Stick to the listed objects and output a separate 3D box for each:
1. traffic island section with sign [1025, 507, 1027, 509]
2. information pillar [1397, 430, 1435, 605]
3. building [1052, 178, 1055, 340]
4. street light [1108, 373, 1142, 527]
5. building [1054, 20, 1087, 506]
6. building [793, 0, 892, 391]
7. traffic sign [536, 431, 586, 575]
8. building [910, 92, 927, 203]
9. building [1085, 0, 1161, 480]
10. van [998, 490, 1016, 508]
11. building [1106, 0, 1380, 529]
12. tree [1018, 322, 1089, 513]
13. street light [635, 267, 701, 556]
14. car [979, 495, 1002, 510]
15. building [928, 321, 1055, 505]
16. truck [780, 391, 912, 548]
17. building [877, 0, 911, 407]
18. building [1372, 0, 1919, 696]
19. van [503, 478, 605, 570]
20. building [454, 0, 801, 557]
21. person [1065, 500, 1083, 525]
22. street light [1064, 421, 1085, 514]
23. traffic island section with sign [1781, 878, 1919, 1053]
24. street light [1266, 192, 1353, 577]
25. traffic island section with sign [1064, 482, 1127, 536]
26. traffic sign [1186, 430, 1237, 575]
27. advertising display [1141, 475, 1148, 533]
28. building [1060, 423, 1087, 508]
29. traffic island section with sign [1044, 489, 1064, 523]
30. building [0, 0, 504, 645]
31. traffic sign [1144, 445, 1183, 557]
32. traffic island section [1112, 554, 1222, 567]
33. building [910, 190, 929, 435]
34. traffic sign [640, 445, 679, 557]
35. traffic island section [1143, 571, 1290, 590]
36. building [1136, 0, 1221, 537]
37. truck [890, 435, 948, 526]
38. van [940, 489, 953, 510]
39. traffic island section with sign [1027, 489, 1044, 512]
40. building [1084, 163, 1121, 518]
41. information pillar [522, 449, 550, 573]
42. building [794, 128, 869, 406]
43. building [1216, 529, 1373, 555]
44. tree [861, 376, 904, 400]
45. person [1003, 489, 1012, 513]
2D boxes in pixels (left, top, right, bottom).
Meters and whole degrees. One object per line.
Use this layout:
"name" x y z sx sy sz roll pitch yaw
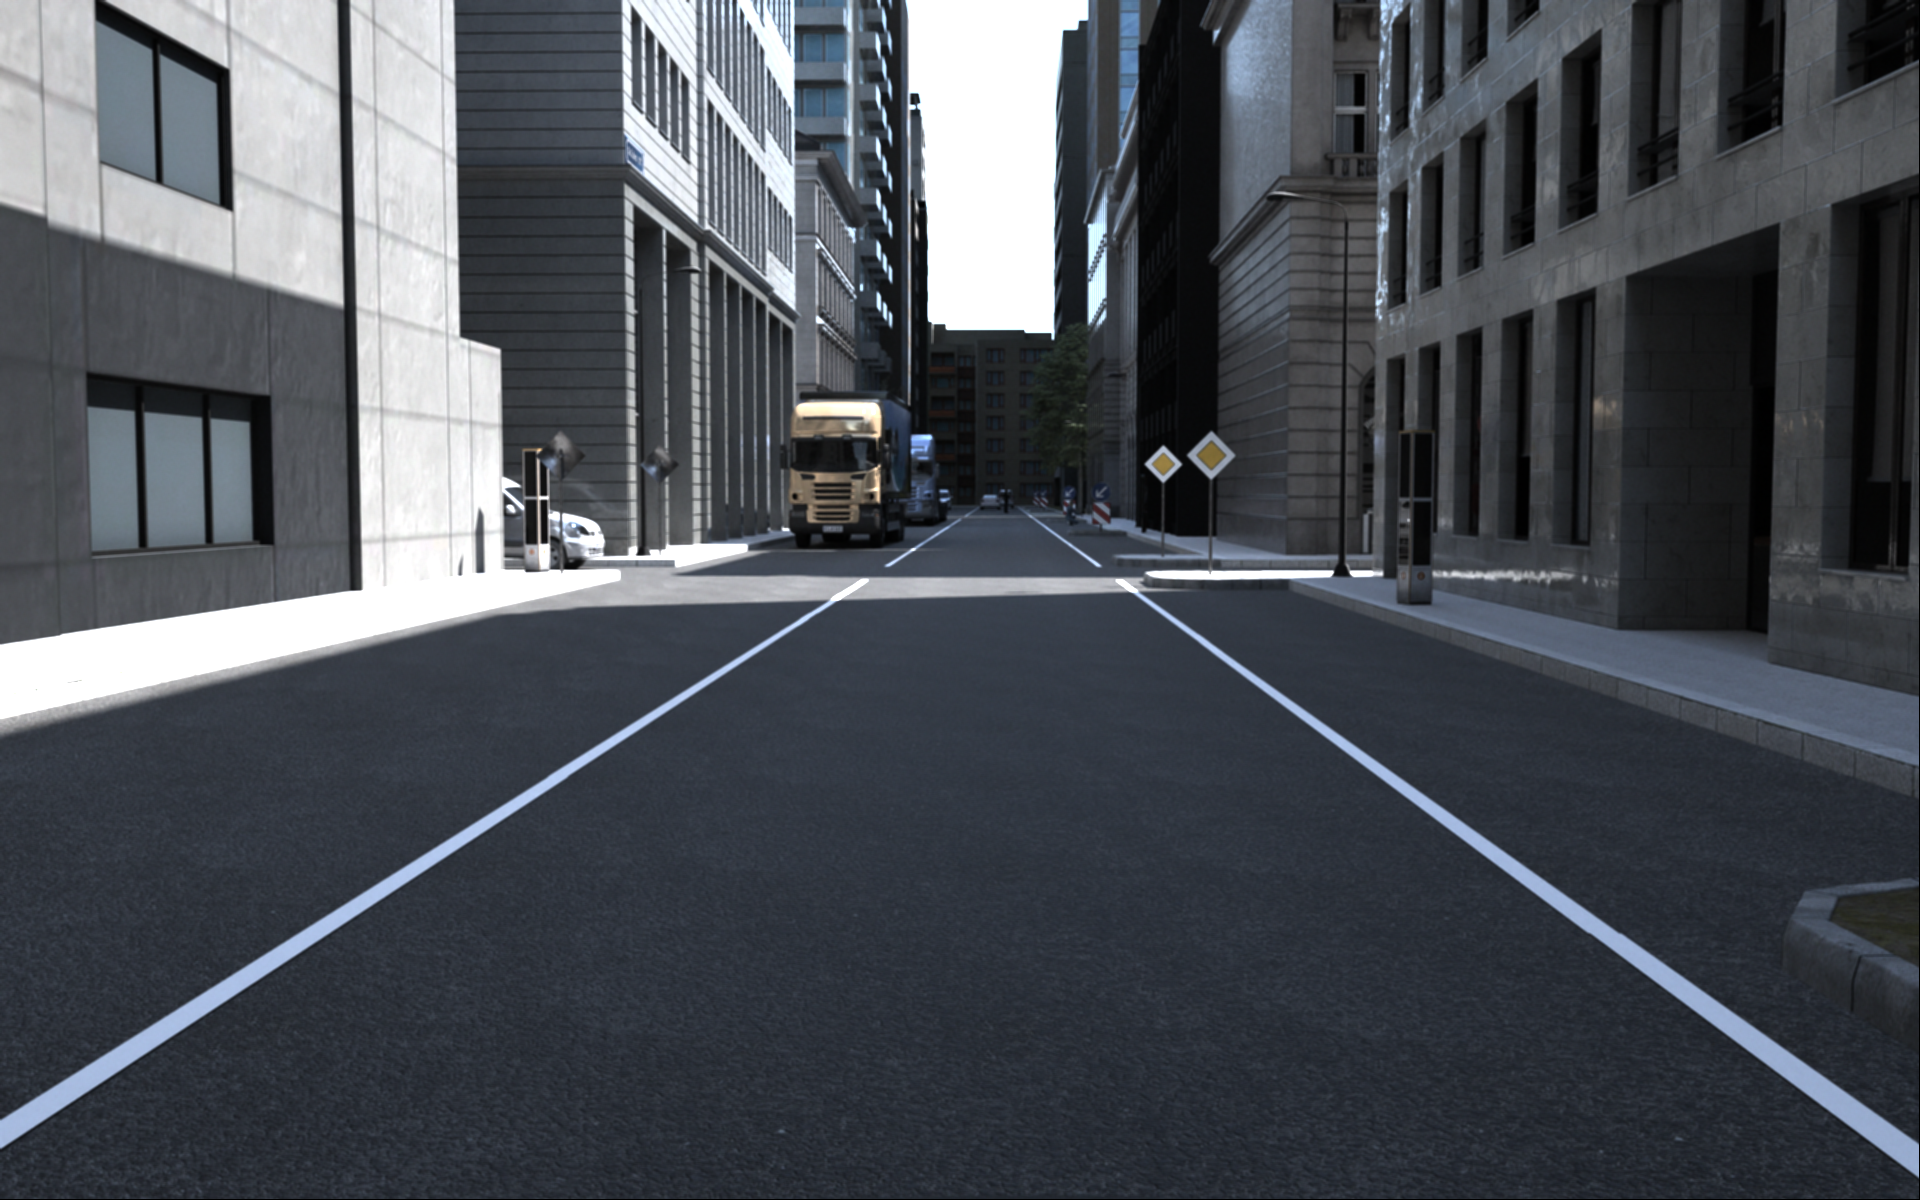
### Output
"traffic island section with sign" 7.153 -9.571 165.110 1.989 1.847 2.006 0 4 1
"information pillar" 5.292 -0.956 20.117 0.304 2.012 0.304 -1 4 -15
"building" 17.930 -31.646 201.012 14.086 41.232 14.154 0 4 1
"street light" 6.384 -5.767 66.832 1.470 5.913 1.316 0 4 1
"building" 20.551 -33.704 174.756 21.300 48.544 21.600 0 4 1
"building" -16.555 -30.958 125.779 23.786 49.044 30.456 0 4 1
"traffic sign" -6.343 -1.462 27.540 0.795 2.450 0.064 0 4 1
"building" -10.467 -30.299 178.980 14.086 41.232 14.154 0 4 1
"building" 16.411 -29.055 125.155 14.600 45.320 14.200 0 4 1
"van" 4.572 -10.185 173.531 2.013 2.044 4.112 0 4 1
"building" 14.107 -14.573 80.076 13.314 21.916 24.055 0 4 1
"tree" 7.599 -12.041 114.995 7.486 12.596 7.792 0 3 0
"street light" -6.000 -3.858 35.624 1.470 5.913 1.316 0 4 1
"car" 2.821 -9.007 159.629 2.083 1.381 4.827 0 4 2
"building" -3.421 -22.198 207.981 28.899 21.520 27.650 0 4 1
"truck" -3.038 -3.709 49.556 2.839 4.237 11.283 0 4 3
"building" -11.496 -30.456 148.068 14.600 45.320 14.200 0 4 1
"building" 11.448 -9.984 17.991 10.420 20.320 16.860 0 4 1
"van" -8.778 -1.560 32.515 4.112 2.044 2.013 0 4 3
"building" -11.847 -16.635 49.481 11.434 29.767 29.804 0 4 1
"person" 5.170 -4.013 79.610 0.738 1.151 1.012 -1 4 -15
"street light" 7.295 -8.427 110.323 1.470 5.913 1.316 0 4 1
"traffic island section with sign" 3.463 0.239 4.726 1.989 1.847 2.006 0 4 1
"street light" 5.410 -3.320 26.823 1.470 5.913 1.316 0 4 1
"traffic island section with sign" 4.738 -3.141 59.976 1.989 1.847 2.006 0 4 1
"traffic sign" 3.948 -1.446 27.283 0.795 2.450 0.064 0 4 1
"advertising display" 6.120 -3.199 57.511 0.123 1.923 0.974 1 4 13
"building" 20.373 -51.050 147.343 22.319 86.520 31.000 0 4 1
"traffic island section with sign" 5.351 -4.791 86.956 1.989 1.847 2.006 0 4 1
"building" -18.278 -35.416 17.302 20.611 71.187 20.563 0 4 1
"traffic sign" 4.133 -1.934 35.266 0.795 2.450 0.064 0 4 1
"traffic island section" 4.156 -0.799 35.343 2.009 0.180 2.903 0 4 1
"building" -10.232 -23.974 163.678 14.160 30.474 14.107 0 4 1
"traffic sign" -6.158 -1.950 35.523 0.795 2.450 0.064 0 4 1
"traffic island section" 3.972 -0.311 27.360 2.009 0.180 2.903 0 4 1
"building" 12.873 -14.045 59.311 12.332 23.373 15.834 0 4 1
"truck" -2.147 -5.797 84.544 2.967 4.110 18.799 0 4 2
"van" -1.620 -9.083 155.518 2.013 2.044 4.112 0 3 0
"traffic island section with sign" 6.523 -7.873 137.347 1.989 1.847 2.006 0 4 1
"building" 12.549 -15.420 101.267 9.793 20.994 18.267 0 4 1
"information pillar" -6.941 -1.461 28.376 0.304 2.012 0.304 1 4 21
"building" -11.255 -14.307 84.829 10.553 20.767 40.483 0 4 1
"building" 18.520 -12.201 41.282 24.055 21.916 13.314 0 4 1
"tree" -5.266 -9.699 108.938 4.360 8.622 3.978 0 3 0
"person" 3.543 -7.539 131.781 0.705 1.821 1.348 -2 4 -28
